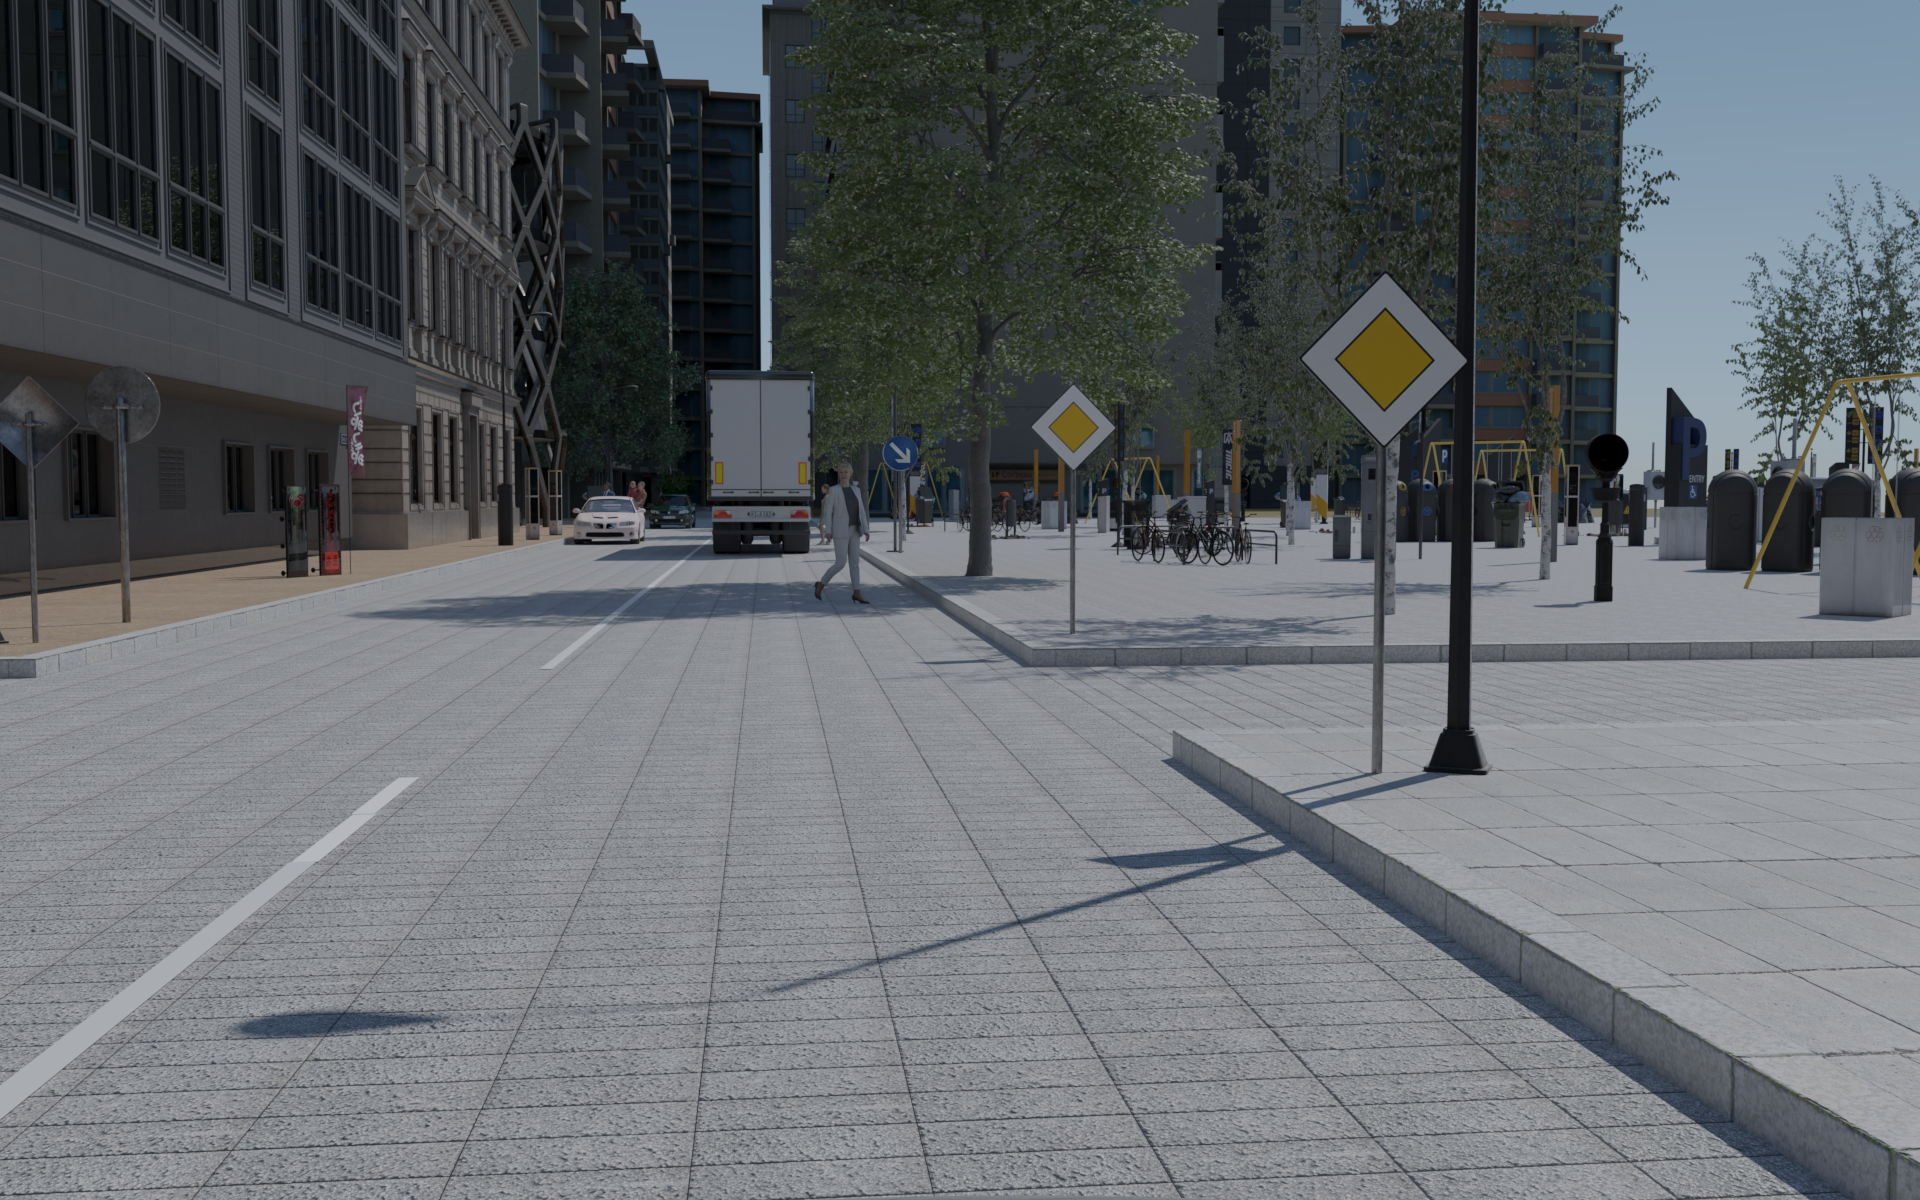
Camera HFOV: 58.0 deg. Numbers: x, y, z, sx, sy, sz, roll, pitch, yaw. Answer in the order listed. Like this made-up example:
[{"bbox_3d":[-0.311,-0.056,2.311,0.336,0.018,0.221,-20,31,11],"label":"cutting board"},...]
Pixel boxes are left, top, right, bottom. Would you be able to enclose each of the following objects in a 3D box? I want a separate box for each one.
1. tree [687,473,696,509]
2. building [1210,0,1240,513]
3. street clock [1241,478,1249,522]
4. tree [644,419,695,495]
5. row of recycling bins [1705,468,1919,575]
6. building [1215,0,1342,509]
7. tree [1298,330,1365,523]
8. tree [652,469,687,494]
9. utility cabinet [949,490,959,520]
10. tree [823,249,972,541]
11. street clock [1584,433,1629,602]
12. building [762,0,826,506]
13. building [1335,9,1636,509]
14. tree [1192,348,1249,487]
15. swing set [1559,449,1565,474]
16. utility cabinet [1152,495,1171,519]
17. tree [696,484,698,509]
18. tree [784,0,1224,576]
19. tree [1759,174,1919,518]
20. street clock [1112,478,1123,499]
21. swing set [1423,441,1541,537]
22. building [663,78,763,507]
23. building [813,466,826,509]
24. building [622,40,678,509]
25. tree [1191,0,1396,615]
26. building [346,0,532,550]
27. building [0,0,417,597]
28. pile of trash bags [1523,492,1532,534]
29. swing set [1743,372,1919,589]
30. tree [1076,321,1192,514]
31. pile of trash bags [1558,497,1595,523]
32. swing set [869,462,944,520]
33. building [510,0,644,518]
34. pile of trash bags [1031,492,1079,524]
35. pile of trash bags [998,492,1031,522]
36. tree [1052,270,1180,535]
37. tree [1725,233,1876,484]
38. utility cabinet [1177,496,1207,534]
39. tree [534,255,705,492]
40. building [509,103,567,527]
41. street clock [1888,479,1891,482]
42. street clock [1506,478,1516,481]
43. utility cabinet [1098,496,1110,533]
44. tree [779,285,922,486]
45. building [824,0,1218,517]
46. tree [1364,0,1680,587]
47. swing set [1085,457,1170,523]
[{"bbox_3d":[-21.808,-8.569,134.712,1.663,3.219,1.824,0,3,0],"label":"tree"},{"bbox_3d":[3.941,-33.097,130.380,28.713,52.752,27.495,0,4,-6],"label":"building"},{"bbox_3d":[13.106,-4.623,80.157,0.471,2.002,0.358,1,4,18],"label":"street clock"},{"bbox_3d":[-21.629,-10.742,125.995,4.737,8.622,4.395,0,3,0],"label":"tree"},{"bbox_3d":[14.140,-1.306,28.471,3.534,1.692,1.069,3,4,36],"label":"row of recycling bins"},{"bbox_3d":[21.441,-44.009,157.798,20.611,71.187,20.563,0,4,-6],"label":"building"},{"bbox_3d":[16.092,-7.730,76.748,4.737,8.622,4.395,0,3,0],"label":"tree"},{"bbox_3d":[-20.471,-7.729,120.978,1.663,3.219,1.824,0,3,0],"label":"tree"},{"bbox_3d":[-0.284,-4.685,85.283,0.318,1.500,1.173,-1,4,-11],"label":"utility cabinet"},{"bbox_3d":[-1.549,-5.906,46.933,4.737,8.622,4.395,0,3,0],"label":"tree"},{"bbox_3d":[7.704,-0.986,20.687,0.471,2.002,0.358,1,4,10],"label":"street clock"},{"bbox_3d":[-7.603,-36.698,189.248,27.495,52.752,28.713,0,4,-6],"label":"building"},{"bbox_3d":[46.233,-30.908,159.973,28.867,44.769,22.147,0,4,-6],"label":"building"},{"bbox_3d":[12.406,-8.327,86.510,4.737,8.622,4.395,0,3,0],"label":"tree"},{"bbox_3d":[19.545,-3.864,60.798,3.119,2.851,2.862,3,4,37],"label":"swing set"},{"bbox_3d":[10.544,-4.867,90.743,1.020,1.237,0.306,-2,4,-31],"label":"utility cabinet"},{"bbox_3d":[-23.893,-9.738,153.817,1.663,3.219,1.824,0,3,0],"label":"tree"},{"bbox_3d":[0.622,-6.665,27.105,7.486,12.596,7.792,0,3,0],"label":"tree"},{"bbox_3d":[20.641,-5.427,39.094,4.360,8.622,3.978,0,3,0],"label":"tree"},{"bbox_3d":[7.053,-4.465,77.568,0.471,2.002,0.358,0,4,8],"label":"street clock"},{"bbox_3d":[15.287,-3.308,51.710,3.119,2.851,2.862,3,5,39],"label":"swing set"},{"bbox_3d":[-35.206,-32.301,182.743,28.867,44.769,22.147,0,4,-6],"label":"building"},{"bbox_3d":[-2.712,-43.778,154.019,20.563,71.187,20.611,0,4,-6],"label":"building"},{"bbox_3d":[-36.470,-27.814,146.643,23.993,40.220,32.217,0,4,-6],"label":"building"},{"bbox_3d":[4.562,-4.165,18.463,4.360,8.622,3.978,0,3,0],"label":"tree"},{"bbox_3d":[-18.412,-11.208,47.871,10.561,19.102,19.286,0,4,-6],"label":"building"},{"bbox_3d":[-17.857,-14.215,25.924,14.314,27.812,24.014,0,4,-6],"label":"building"},{"bbox_3d":[16.768,-2.837,56.129,1.912,1.369,3.447,-1,4,-14],"label":"pile of trash bags"},{"bbox_3d":[12.282,-1.517,22.423,2.862,2.851,3.119,-1,4,-11],"label":"swing set"},{"bbox_3d":[6.655,-7.250,68.896,4.737,8.622,4.395,0,3,0],"label":"tree"},{"bbox_3d":[26.558,-4.124,77.185,1.912,1.369,3.447,-3,5,-39],"label":"pile of trash bags"},{"bbox_3d":[-2.683,-5.357,85.201,3.119,2.851,2.862,3,4,38],"label":"swing set"},{"bbox_3d":[-30.320,-27.374,102.193,22.147,44.769,28.867,0,4,-6],"label":"building"},{"bbox_3d":[4.255,-4.048,75.943,1.912,1.369,3.447,0,4,4],"label":"pile of trash bags"},{"bbox_3d":[2.905,-4.417,81.969,1.912,1.369,3.447,-3,4,-36],"label":"pile of trash bags"},{"bbox_3d":[5.108,-6.354,54.244,4.360,8.622,3.978,0,3,0],"label":"tree"},{"bbox_3d":[24.117,-6.096,50.037,4.737,8.622,4.395,0,3,0],"label":"tree"},{"bbox_3d":[6.467,-2.277,48.383,0.306,1.237,1.020,3,5,42],"label":"utility cabinet"},{"bbox_3d":[-17.033,-10.189,83.591,9.611,12.733,9.660,0,3,0],"label":"tree"},{"bbox_3d":[-23.966,-12.178,66.557,16.820,18.784,16.811,0,4,-6],"label":"building"},{"bbox_3d":[43.567,-4.672,80.963,0.471,2.002,0.358,-3,5,-43],"label":"street clock"},{"bbox_3d":[25.222,-4.571,79.301,0.471,2.002,0.358,-2,4,-32],"label":"street clock"},{"bbox_3d":[4.751,-2.822,57.299,0.306,1.237,1.020,1,4,11],"label":"utility cabinet"},{"bbox_3d":[-4.865,-8.470,72.896,7.601,10.594,8.767,-1,4,-20],"label":"tree"},{"bbox_3d":[2.778,-29.443,105.089,21.300,48.544,21.600,0,4,-6],"label":"building"},{"bbox_3d":[8.558,-4.614,25.797,4.360,8.622,3.978,0,3,0],"label":"tree"},{"bbox_3d":[7.417,-4.725,74.879,2.862,2.851,3.119,-2,4,-28],"label":"swing set"}]
